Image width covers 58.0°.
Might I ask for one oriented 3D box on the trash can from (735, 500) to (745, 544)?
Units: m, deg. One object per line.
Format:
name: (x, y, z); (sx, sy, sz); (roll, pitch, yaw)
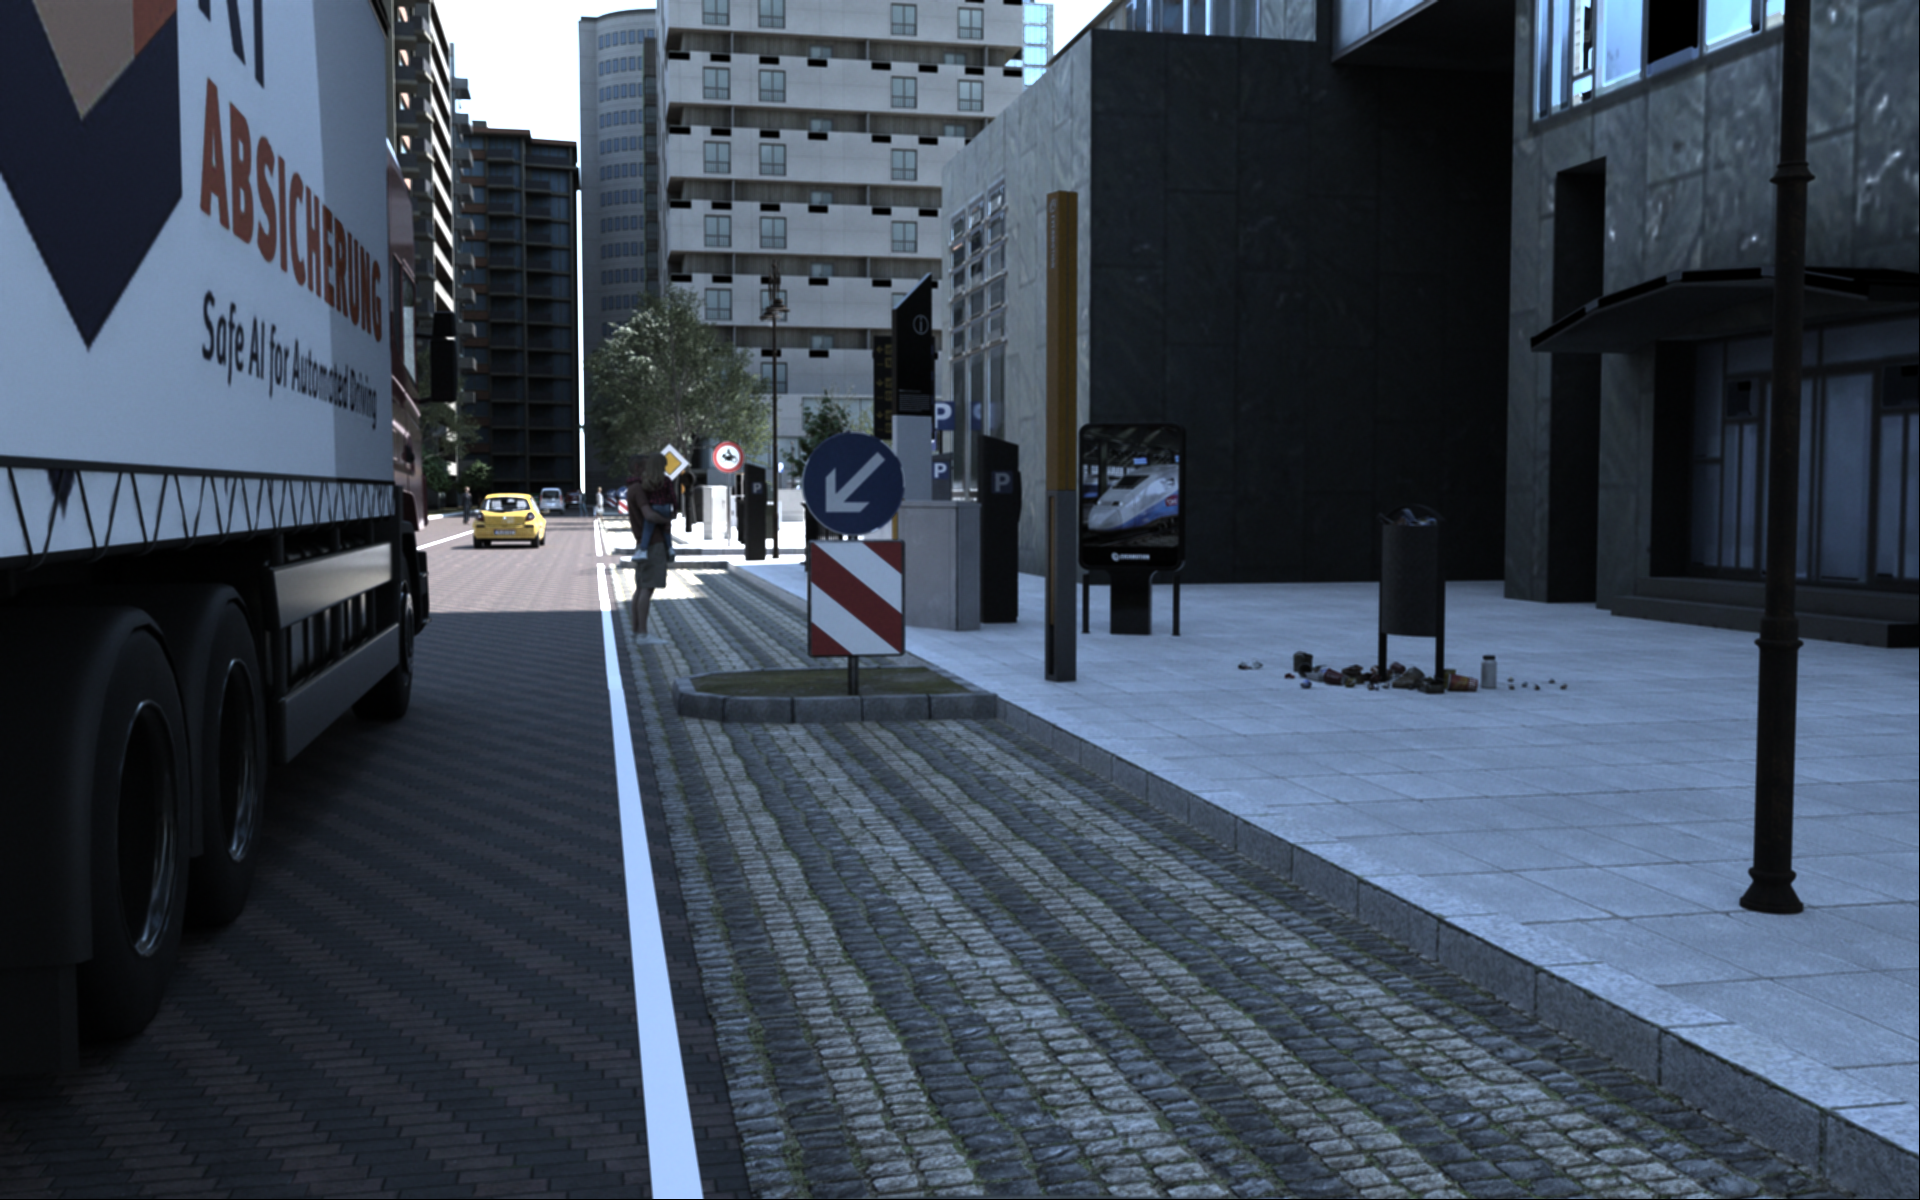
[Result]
trash can: (-5.403, -2.002, 44.386); (0.748, 1.137, 0.748); (0, 3, 0)

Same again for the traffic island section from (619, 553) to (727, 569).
traffic island section: (-5.696, -0.731, 34.228); (2.009, 0.180, 2.903); (-1, 4, -12)

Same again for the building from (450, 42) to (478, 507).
building: (-64.252, -33.780, 171.918); (30.456, 49.044, 23.786); (-1, 4, -12)

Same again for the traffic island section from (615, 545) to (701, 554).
traffic island section: (-7.354, -1.208, 42.040); (2.009, 0.180, 2.903); (-1, 4, -12)

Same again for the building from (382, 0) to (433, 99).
building: (-49.722, -28.712, 124.070); (22.147, 44.769, 28.867); (-1, 4, -12)

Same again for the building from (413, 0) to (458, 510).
building: (-55.403, -32.112, 148.738); (21.300, 48.544, 21.600); (-1, 4, -12)

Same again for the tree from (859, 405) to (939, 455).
tree: (-3.007, -9.268, 101.889); (4.360, 8.622, 3.978); (0, 3, 0)

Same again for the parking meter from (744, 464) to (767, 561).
parking meter: (-3.931, -1.689, 33.331); (0.399, 1.863, 0.255); (-2, 4, -27)

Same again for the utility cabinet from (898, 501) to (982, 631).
utility cabinet: (-0.204, -0.334, 16.630); (0.306, 1.237, 1.020); (-3, 4, -36)

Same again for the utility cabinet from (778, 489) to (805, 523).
utility cabinet: (-7.489, -4.176, 76.951); (1.173, 1.500, 0.318); (0, 4, 3)

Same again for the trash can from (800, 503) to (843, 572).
trash can: (-2.142, -0.957, 27.306); (0.748, 1.137, 0.748); (0, 3, 0)

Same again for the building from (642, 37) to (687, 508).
building: (-22.137, -29.160, 160.357); (14.154, 41.232, 14.086); (-1, 4, -12)

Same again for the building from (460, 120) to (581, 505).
building: (-59.550, -33.662, 204.993); (28.867, 44.769, 22.147); (-1, 4, -12)

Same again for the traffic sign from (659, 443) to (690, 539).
traffic sign: (-5.718, -1.866, 34.146); (0.795, 2.450, 0.064); (-1, 4, -12)

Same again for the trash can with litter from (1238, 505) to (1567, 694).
trash can with litter: (2.890, -0.054, 11.948); (1.678, 1.210, 2.233); (-2, 4, -33)

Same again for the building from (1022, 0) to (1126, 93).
building: (23.743, -36.528, 186.476); (27.495, 52.752, 28.713); (-1, 4, -12)

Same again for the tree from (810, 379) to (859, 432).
tree: (-7.796, -9.875, 111.823); (4.360, 8.622, 3.978); (0, 3, 0)

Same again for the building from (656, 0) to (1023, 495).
building: (-10.501, -33.737, 140.844); (28.713, 52.752, 27.495); (-1, 4, -12)

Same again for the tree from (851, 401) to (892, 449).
tree: (-4.546, -9.595, 107.233); (4.737, 8.622, 4.395); (0, 3, 0)

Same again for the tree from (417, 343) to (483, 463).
tree: (-32.178, -10.352, 103.669); (7.601, 10.594, 8.767); (-1, 4, -23)

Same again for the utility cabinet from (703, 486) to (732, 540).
utility cabinet: (-6.745, -2.419, 48.227); (0.318, 1.500, 1.173); (1, 4, 19)

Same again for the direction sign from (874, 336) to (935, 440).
direction sign: (-0.799, -2.014, 24.921); (0.876, 3.537, 0.379); (0, 4, -5)

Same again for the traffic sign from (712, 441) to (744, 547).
traffic sign: (-5.571, -2.544, 41.706); (0.768, 2.556, 0.104); (-1, 4, -9)

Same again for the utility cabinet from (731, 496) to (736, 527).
utility cabinet: (-9.004, -3.405, 66.836); (1.020, 1.237, 0.306); (-3, 4, -36)

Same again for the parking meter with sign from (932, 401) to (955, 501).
parking meter with sign: (-0.379, -2.172, 31.774); (0.543, 3.016, 1.738); (0, 4, 1)

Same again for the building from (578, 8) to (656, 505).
building: (-31.470, -40.839, 209.723); (28.212, 58.520, 21.231); (-1, 4, -12)

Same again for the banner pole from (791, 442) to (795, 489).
banner pole: (-7.952, -5.659, 82.549); (0.401, 3.779, 0.863); (-1, 4, -15)

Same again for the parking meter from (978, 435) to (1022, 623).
parking meter: (0.392, -0.708, 17.289); (0.399, 1.863, 0.255); (-1, 4, -17)

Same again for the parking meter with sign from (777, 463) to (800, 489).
parking meter with sign: (-9.245, -6.098, 95.970); (1.738, 3.016, 0.543); (2, 4, 25)

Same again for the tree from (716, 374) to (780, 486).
tree: (-12.352, -9.088, 98.953); (4.737, 8.622, 4.395); (0, 3, 0)

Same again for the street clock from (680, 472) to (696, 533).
street clock: (-8.987, -3.227, 57.327); (0.471, 2.002, 0.358); (1, 4, 19)

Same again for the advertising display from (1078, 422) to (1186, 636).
advertising display: (1.564, -0.647, 15.791); (0.974, 1.923, 0.123); (1, 4, 20)

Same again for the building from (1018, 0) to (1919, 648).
building: (13.768, -43.211, 19.171); (22.319, 86.520, 31.000); (-1, 4, -12)
